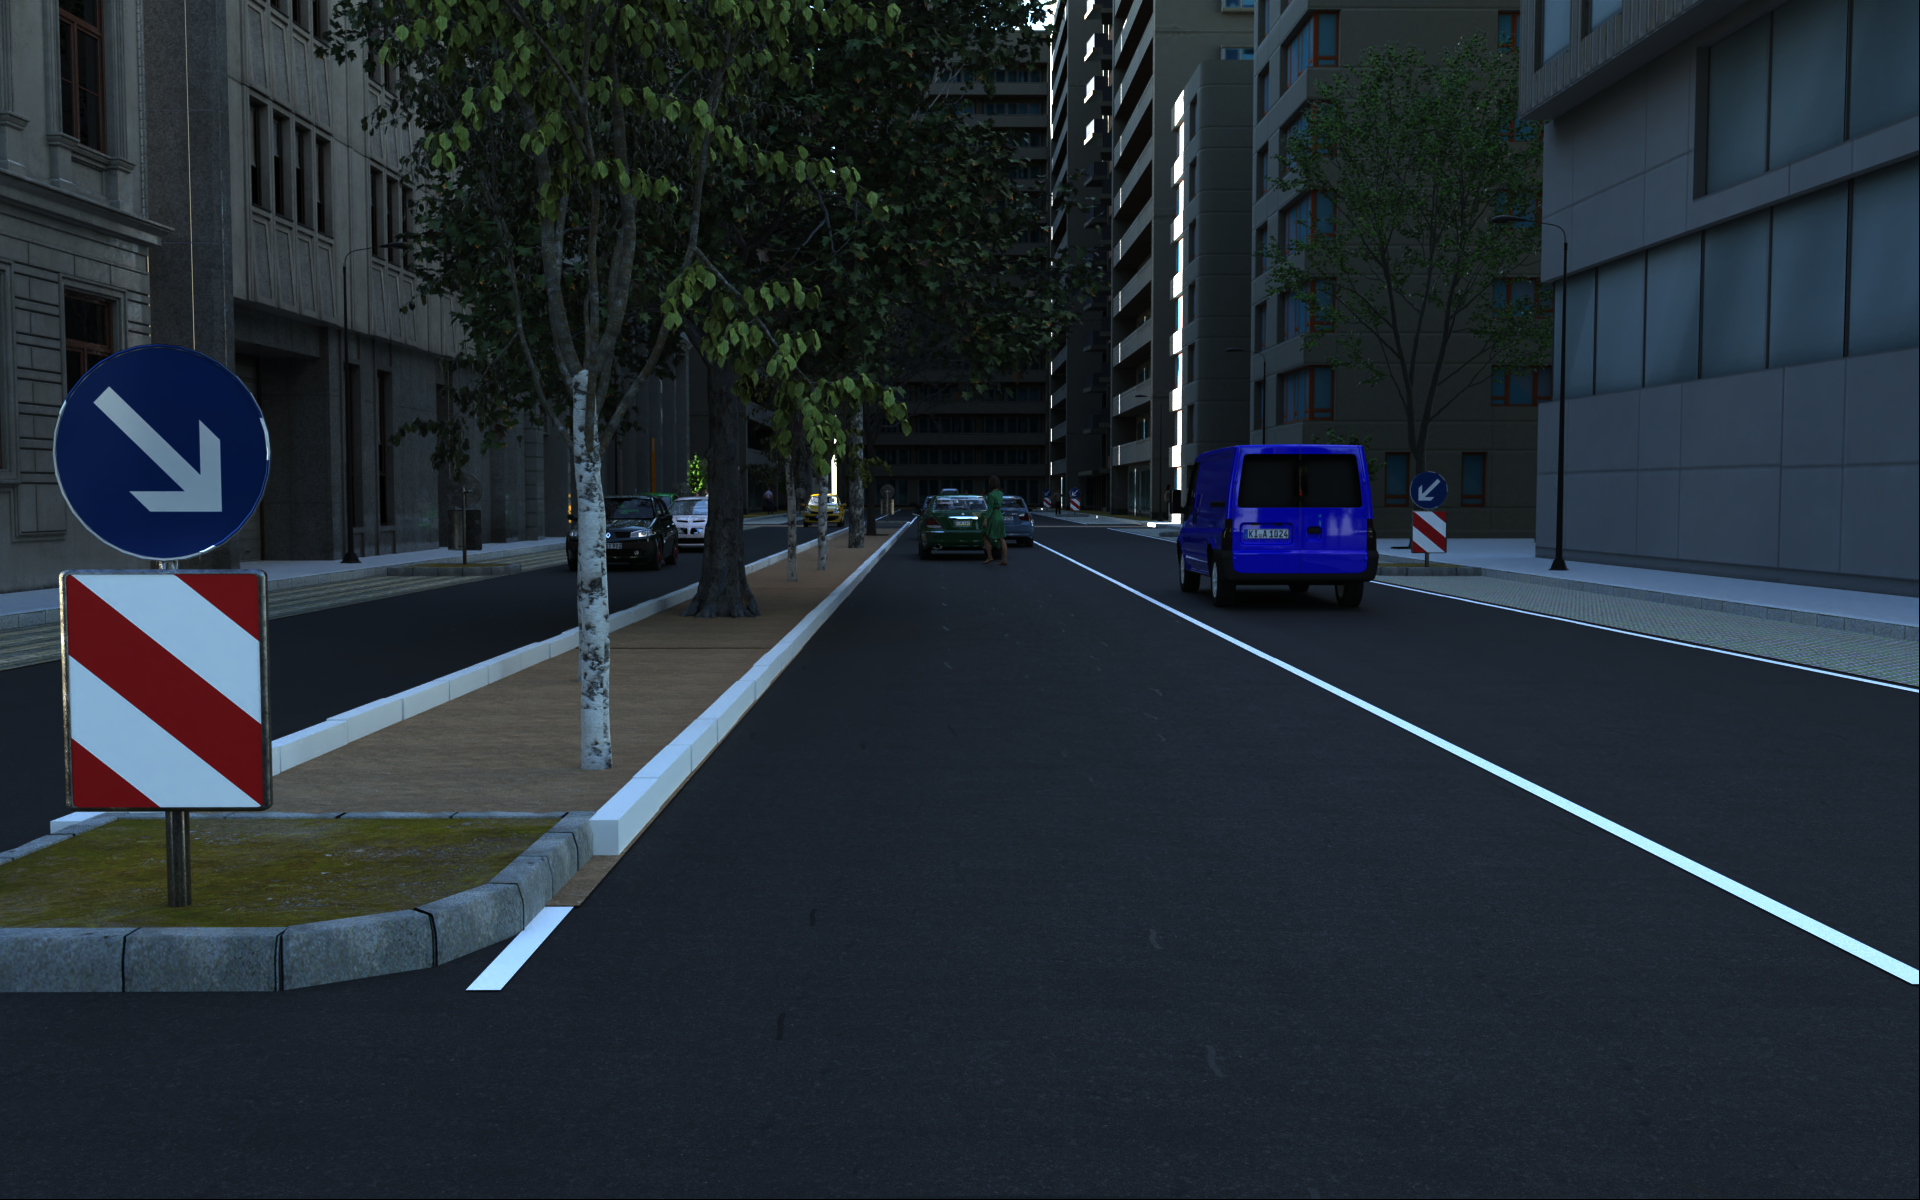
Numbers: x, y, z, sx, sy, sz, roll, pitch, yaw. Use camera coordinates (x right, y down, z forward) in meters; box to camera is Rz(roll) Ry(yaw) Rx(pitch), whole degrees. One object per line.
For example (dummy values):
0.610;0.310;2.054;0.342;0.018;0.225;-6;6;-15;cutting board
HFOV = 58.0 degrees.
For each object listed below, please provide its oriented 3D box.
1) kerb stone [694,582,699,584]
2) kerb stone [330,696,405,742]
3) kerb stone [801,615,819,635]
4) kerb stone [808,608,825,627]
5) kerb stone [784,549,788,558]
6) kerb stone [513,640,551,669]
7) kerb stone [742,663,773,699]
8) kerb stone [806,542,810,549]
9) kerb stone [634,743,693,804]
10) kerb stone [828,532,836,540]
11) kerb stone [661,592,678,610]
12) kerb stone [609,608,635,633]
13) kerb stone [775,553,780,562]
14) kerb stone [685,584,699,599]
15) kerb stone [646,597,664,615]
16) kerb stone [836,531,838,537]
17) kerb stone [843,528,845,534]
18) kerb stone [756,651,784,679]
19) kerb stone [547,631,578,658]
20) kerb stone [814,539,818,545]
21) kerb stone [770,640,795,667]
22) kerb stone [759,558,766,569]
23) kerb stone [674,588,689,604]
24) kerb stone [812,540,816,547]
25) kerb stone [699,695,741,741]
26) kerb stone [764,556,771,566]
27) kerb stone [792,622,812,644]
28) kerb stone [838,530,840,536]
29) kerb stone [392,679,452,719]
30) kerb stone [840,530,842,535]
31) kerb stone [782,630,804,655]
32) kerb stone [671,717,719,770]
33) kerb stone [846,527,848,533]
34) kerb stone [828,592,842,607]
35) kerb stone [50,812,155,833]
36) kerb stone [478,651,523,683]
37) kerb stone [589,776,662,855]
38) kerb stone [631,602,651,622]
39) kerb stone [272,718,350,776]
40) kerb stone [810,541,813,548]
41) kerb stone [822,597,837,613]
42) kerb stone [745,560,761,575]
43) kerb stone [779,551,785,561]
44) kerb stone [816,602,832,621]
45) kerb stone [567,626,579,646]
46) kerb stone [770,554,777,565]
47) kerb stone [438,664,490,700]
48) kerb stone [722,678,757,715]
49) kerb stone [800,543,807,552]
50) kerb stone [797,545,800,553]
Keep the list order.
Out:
-3.747;-0.155;24.737;0.120;0.150;1.000;0;4;-1;kerb stone
-3.561;0.722;10.384;0.120;0.150;1.000;0;4;-1;kerb stone
-1.550;0.287;17.565;0.120;0.150;1.000;0;4;-1;kerb stone
-1.565;0.221;18.588;0.120;0.150;1.000;0;4;-1;kerb stone
-3.914;-0.969;38.047;0.120;0.150;1.000;0;4;-1;kerb stone
-3.610;0.472;14.481;0.120;0.150;1.000;0;4;-1;kerb stone
-1.473;0.598;12.447;0.120;0.150;1.000;0;4;-1;kerb stone
-3.990;-1.342;44.186;0.120;0.150;1.000;0;4;-1;kerb stone
-1.430;0.847;8.347;0.120;0.150;1.000;0;4;-1;kerb stone
-4.137;-2.033;55.468;0.120;0.150;1.000;0;4;-1;kerb stone
-3.697;0.040;21.663;0.120;0.150;1.000;0;4;-1;kerb stone
-3.664;0.222;18.581;0.120;0.150;1.000;0;4;-1;kerb stone
-3.892;-0.843;36.001;0.120;0.150;1.000;0;4;-1;kerb stone
-3.729;-0.086;23.716;0.120;0.150;1.000;0;4;-1;kerb stone
-3.693;0.095;20.635;0.120;0.150;1.000;0;4;-1;kerb stone
-4.153;-2.098;56.490;0.120;0.150;1.000;0;4;-1;kerb stone
-4.202;-2.349;60.609;0.120;0.150;1.000;0;4;-1;kerb stone
-1.497;0.534;13.469;0.120;0.150;1.000;0;4;-1;kerb stone
-3.613;0.418;15.515;0.120;0.150;1.000;0;4;-1;kerb stone
-4.029;-1.526;47.260;0.120;0.150;1.000;0;4;-1;kerb stone
-1.506;0.475;14.491;0.120;0.150;1.000;0;4;-1;kerb stone
-3.849;-0.649;32.935;0.120;0.150;1.000;0;4;-1;kerb stone
-3.718;-0.025;22.693;0.120;0.150;1.000;0;4;-1;kerb stone
-4.013;-1.470;46.231;0.120;0.150;1.000;0;4;-1;kerb stone
-1.449;0.722;10.398;0.120;0.150;1.000;0;4;-1;kerb stone
-3.862;-0.719;33.957;0.120;0.150;1.000;0;4;-1;kerb stone
-1.533;0.349;16.543;0.120;0.150;1.000;0;4;-1;kerb stone
-4.162;-2.157;57.526;0.120;0.150;1.000;0;4;-1;kerb stone
-3.568;0.663;11.407;0.120;0.150;1.000;0;4;-1;kerb stone
-4.174;-2.221;58.548;0.120;0.150;1.000;0;4;-1;kerb stone
-1.517;0.409;15.513;0.120;0.150;1.000;0;4;-1;kerb stone
-1.439;0.785;9.371;0.120;0.150;1.000;0;4;-1;kerb stone
-4.233;-2.473;62.680;0.120;0.150;1.000;0;4;-1;kerb stone
-1.598;0.039;21.664;0.120;0.150;1.000;0;4;-1;kerb stone
-3.512;0.912;7.290;0.120;0.150;1.000;0;4;-1;kerb stone
-3.594;0.534;13.459;0.120;0.150;1.000;0;4;-1;kerb stone
-1.411;0.910;7.316;0.120;0.150;1.000;0;4;-1;kerb stone
-3.670;0.163;19.613;0.120;0.150;1.000;0;4;-1;kerb stone
-3.540;0.794;9.357;0.120;0.150;1.000;0;4;-1;kerb stone
-4.002;-1.399;45.209;0.120;0.150;1.000;0;4;-1;kerb stone
-1.586;0.095;20.637;0.120;0.150;1.000;0;4;-1;kerb stone
-3.824;-0.590;31.906;0.120;0.150;1.000;0;4;-1;kerb stone
-3.901;-0.907;37.023;0.120;0.150;1.000;0;4;-1;kerb stone
-1.573;0.162;19.615;0.120;0.150;1.000;0;4;-1;kerb stone
-3.633;0.346;16.536;0.120;0.150;1.000;0;4;-1;kerb stone
-3.862;-0.782;34.979;0.120;0.150;1.000;0;4;-1;kerb stone
-3.579;0.598;12.429;0.120;0.150;1.000;0;4;-1;kerb stone
-1.469;0.662;11.420;0.120;0.150;1.000;0;4;-1;kerb stone
-3.978;-1.282;43.159;0.120;0.150;1.000;0;4;-1;kerb stone
-3.953;-1.157;41.114;0.120;0.150;1.000;0;4;-1;kerb stone
